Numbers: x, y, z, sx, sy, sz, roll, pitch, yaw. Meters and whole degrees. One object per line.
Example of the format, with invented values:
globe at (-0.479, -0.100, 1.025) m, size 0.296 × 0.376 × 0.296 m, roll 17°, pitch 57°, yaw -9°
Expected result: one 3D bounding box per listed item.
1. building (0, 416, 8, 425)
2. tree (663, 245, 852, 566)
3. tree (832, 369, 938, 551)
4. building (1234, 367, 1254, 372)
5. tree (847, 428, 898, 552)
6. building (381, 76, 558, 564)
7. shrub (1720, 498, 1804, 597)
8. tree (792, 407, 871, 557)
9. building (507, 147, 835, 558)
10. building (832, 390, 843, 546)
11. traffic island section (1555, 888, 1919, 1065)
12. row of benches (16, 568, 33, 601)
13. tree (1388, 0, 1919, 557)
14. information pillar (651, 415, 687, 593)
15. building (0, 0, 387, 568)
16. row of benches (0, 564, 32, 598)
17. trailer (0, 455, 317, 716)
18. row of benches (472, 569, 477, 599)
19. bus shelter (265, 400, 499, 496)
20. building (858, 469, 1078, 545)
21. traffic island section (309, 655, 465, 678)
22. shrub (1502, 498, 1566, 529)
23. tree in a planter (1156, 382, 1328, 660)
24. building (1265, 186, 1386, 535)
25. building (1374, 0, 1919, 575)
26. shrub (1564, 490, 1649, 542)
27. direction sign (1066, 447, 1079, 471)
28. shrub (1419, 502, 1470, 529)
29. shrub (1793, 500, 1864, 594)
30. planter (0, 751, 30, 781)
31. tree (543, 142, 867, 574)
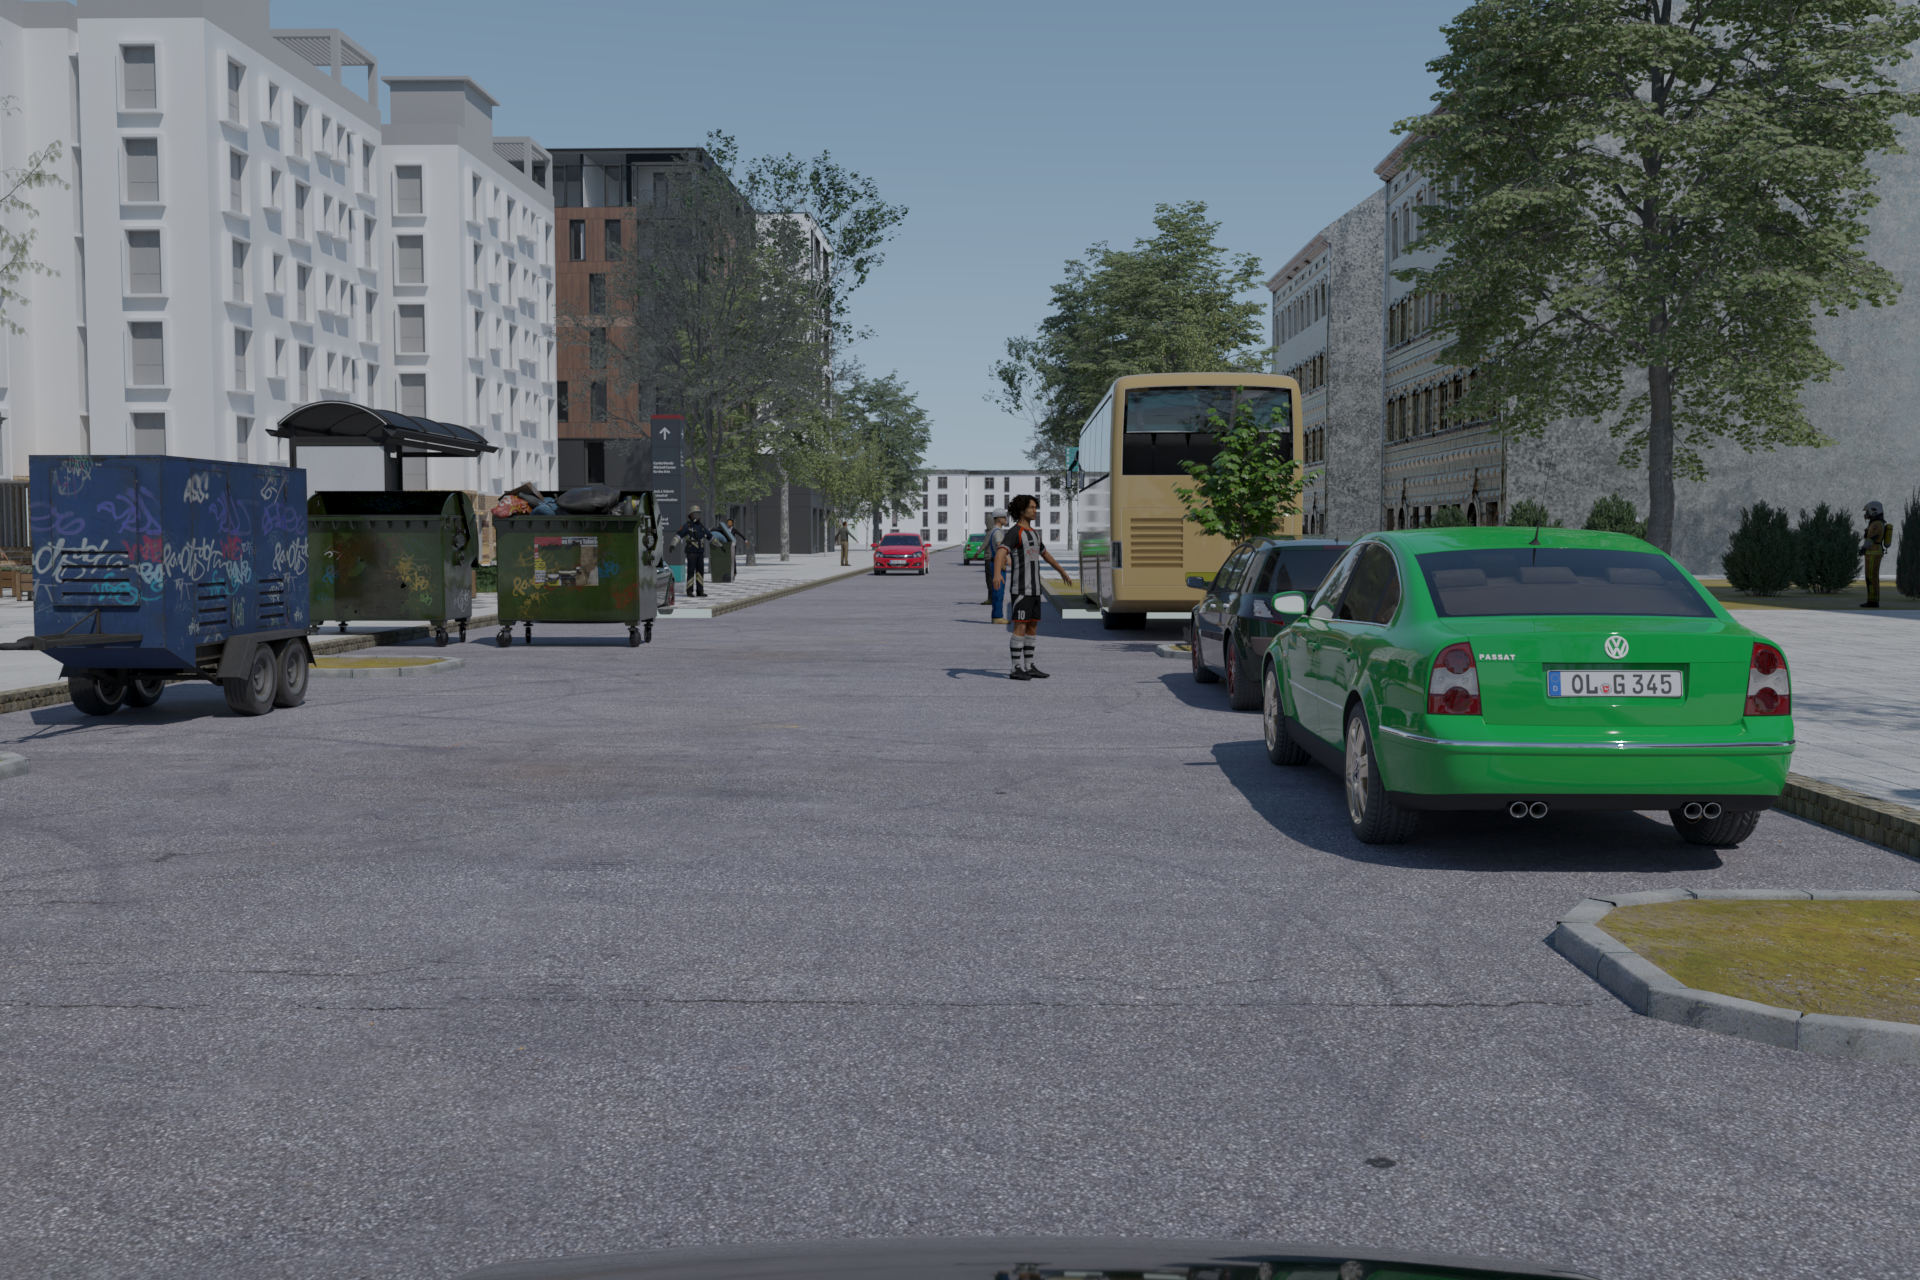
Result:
building at (-27.768, -12.486, 20.794) m, size 14.369 × 24.946 × 33.146 m, roll 0°, pitch 4°, yaw 2°
tree at (-8.068, -9.178, 68.184) m, size 7.486 × 12.596 × 7.792 m, roll 0°, pitch 3°, yaw 0°
tree at (-6.560, -13.831, 132.796) m, size 9.857 × 13.997 × 8.962 m, roll 0°, pitch 3°, yaw 0°
building at (26.848, -21.306, 204.776) m, size 16.016 × 20.090 × 11.380 m, roll 0°, pitch 4°, yaw 1°
tree at (-6.428, -10.421, 120.753) m, size 4.737 × 8.622 × 4.395 m, roll 0°, pitch 3°, yaw 0°
building at (-25.174, -13.253, 73.114) m, size 16.016 × 20.090 × 11.380 m, roll 0°, pitch 4°, yaw 0°
shrub at (16.595, -1.919, 35.802) m, size 1.690 × 2.028 × 1.600 m, roll 0°, pitch 3°, yaw 0°
tree at (-7.218, -8.909, 96.019) m, size 4.737 × 8.622 × 4.395 m, roll 0°, pitch 3°, yaw 0°
building at (-23.506, -16.177, 108.463) m, size 27.936 × 21.610 × 32.646 m, roll 0°, pitch 4°, yaw 2°
building at (-22.708, -21.679, 185.373) m, size 19.493 × 23.208 × 18.063 m, roll 0°, pitch 4°, yaw 2°
traffic island section at (3.044, 1.057, 5.593) m, size 1.991 × 0.108 × 1.994 m, roll 0°, pitch 4°, yaw 1°
row of benches at (-15.983, -1.108, 33.584) m, size 4.104 × 0.672 × 1.422 m, roll -1°, pitch 4°, yaw -9°
tree at (9.438, -6.460, 23.751) m, size 7.486 × 12.596 × 7.792 m, roll 0°, pitch 3°, yaw 0°
information pillar at (-6.379, -2.969, 37.915) m, size 0.750 × 3.857 × 0.750 m, roll 0°, pitch 4°, yaw 1°
building at (-27.976, -12.189, 55.714) m, size 16.016 × 20.090 × 11.380 m, roll 0°, pitch 4°, yaw 1°
row of benches at (-19.457, -1.246, 35.831) m, size 1.422 × 0.672 × 4.104 m, roll 0°, pitch 4°, yaw 6°
trailer at (-6.213, -0.379, 13.246) m, size 1.471 × 1.999 × 3.904 m, roll 0°, pitch 4°, yaw 1°
row of benches at (-11.701, -1.148, 34.240) m, size 4.104 × 0.672 × 1.422 m, roll -1°, pitch 4°, yaw -14°
bus shelter at (-9.471, -2.146, 29.003) m, size 2.014 × 3.302 × 5.546 m, roll 0°, pitch 4°, yaw 1°
building at (1.281, -17.116, 224.446) m, size 28.070 × 9.664 × 9.099 m, roll 1°, pitch 4°, yaw 11°
traffic island section at (-6.336, 0.285, 18.205) m, size 1.991 × 0.108 × 1.994 m, roll 0°, pitch 4°, yaw 2°
shrub at (11.660, -1.934, 35.668) m, size 1.661 × 2.075 × 1.752 m, roll 0°, pitch 3°, yaw 0°
tree in a planter at (3.353, -1.419, 20.426) m, size 1.991 × 3.239 × 1.994 m, roll 0°, pitch 4°, yaw 1°
building at (27.926, -16.190, 95.627) m, size 19.493 × 23.208 × 18.063 m, roll 0°, pitch 4°, yaw 1°
building at (26.599, -14.175, 62.683) m, size 19.493 × 23.208 × 18.063 m, roll 0°, pitch 4°, yaw 2°
shrub at (11.659, -1.653, 31.061) m, size 1.661 × 2.075 × 1.752 m, roll 0°, pitch 3°, yaw 0°
direction sign at (4.159, -3.558, 46.937) m, size 2.525 × 3.948 × 1.411 m, roll 0°, pitch 4°, yaw 1°
shrub at (11.562, -2.227, 40.831) m, size 1.690 × 2.028 × 1.600 m, roll 0°, pitch 3°, yaw 0°
shrub at (18.709, -2.023, 37.488) m, size 1.690 × 2.028 × 1.600 m, roll 0°, pitch 3°, yaw 0°
planter at (-6.567, 0.688, 9.894) m, size 1.991 × 0.319 × 1.994 m, roll 0°, pitch 4°, yaw 1°
tree at (-8.096, -8.874, 55.454) m, size 12.009 × 13.543 × 11.850 m, roll 0°, pitch 3°, yaw 0°
